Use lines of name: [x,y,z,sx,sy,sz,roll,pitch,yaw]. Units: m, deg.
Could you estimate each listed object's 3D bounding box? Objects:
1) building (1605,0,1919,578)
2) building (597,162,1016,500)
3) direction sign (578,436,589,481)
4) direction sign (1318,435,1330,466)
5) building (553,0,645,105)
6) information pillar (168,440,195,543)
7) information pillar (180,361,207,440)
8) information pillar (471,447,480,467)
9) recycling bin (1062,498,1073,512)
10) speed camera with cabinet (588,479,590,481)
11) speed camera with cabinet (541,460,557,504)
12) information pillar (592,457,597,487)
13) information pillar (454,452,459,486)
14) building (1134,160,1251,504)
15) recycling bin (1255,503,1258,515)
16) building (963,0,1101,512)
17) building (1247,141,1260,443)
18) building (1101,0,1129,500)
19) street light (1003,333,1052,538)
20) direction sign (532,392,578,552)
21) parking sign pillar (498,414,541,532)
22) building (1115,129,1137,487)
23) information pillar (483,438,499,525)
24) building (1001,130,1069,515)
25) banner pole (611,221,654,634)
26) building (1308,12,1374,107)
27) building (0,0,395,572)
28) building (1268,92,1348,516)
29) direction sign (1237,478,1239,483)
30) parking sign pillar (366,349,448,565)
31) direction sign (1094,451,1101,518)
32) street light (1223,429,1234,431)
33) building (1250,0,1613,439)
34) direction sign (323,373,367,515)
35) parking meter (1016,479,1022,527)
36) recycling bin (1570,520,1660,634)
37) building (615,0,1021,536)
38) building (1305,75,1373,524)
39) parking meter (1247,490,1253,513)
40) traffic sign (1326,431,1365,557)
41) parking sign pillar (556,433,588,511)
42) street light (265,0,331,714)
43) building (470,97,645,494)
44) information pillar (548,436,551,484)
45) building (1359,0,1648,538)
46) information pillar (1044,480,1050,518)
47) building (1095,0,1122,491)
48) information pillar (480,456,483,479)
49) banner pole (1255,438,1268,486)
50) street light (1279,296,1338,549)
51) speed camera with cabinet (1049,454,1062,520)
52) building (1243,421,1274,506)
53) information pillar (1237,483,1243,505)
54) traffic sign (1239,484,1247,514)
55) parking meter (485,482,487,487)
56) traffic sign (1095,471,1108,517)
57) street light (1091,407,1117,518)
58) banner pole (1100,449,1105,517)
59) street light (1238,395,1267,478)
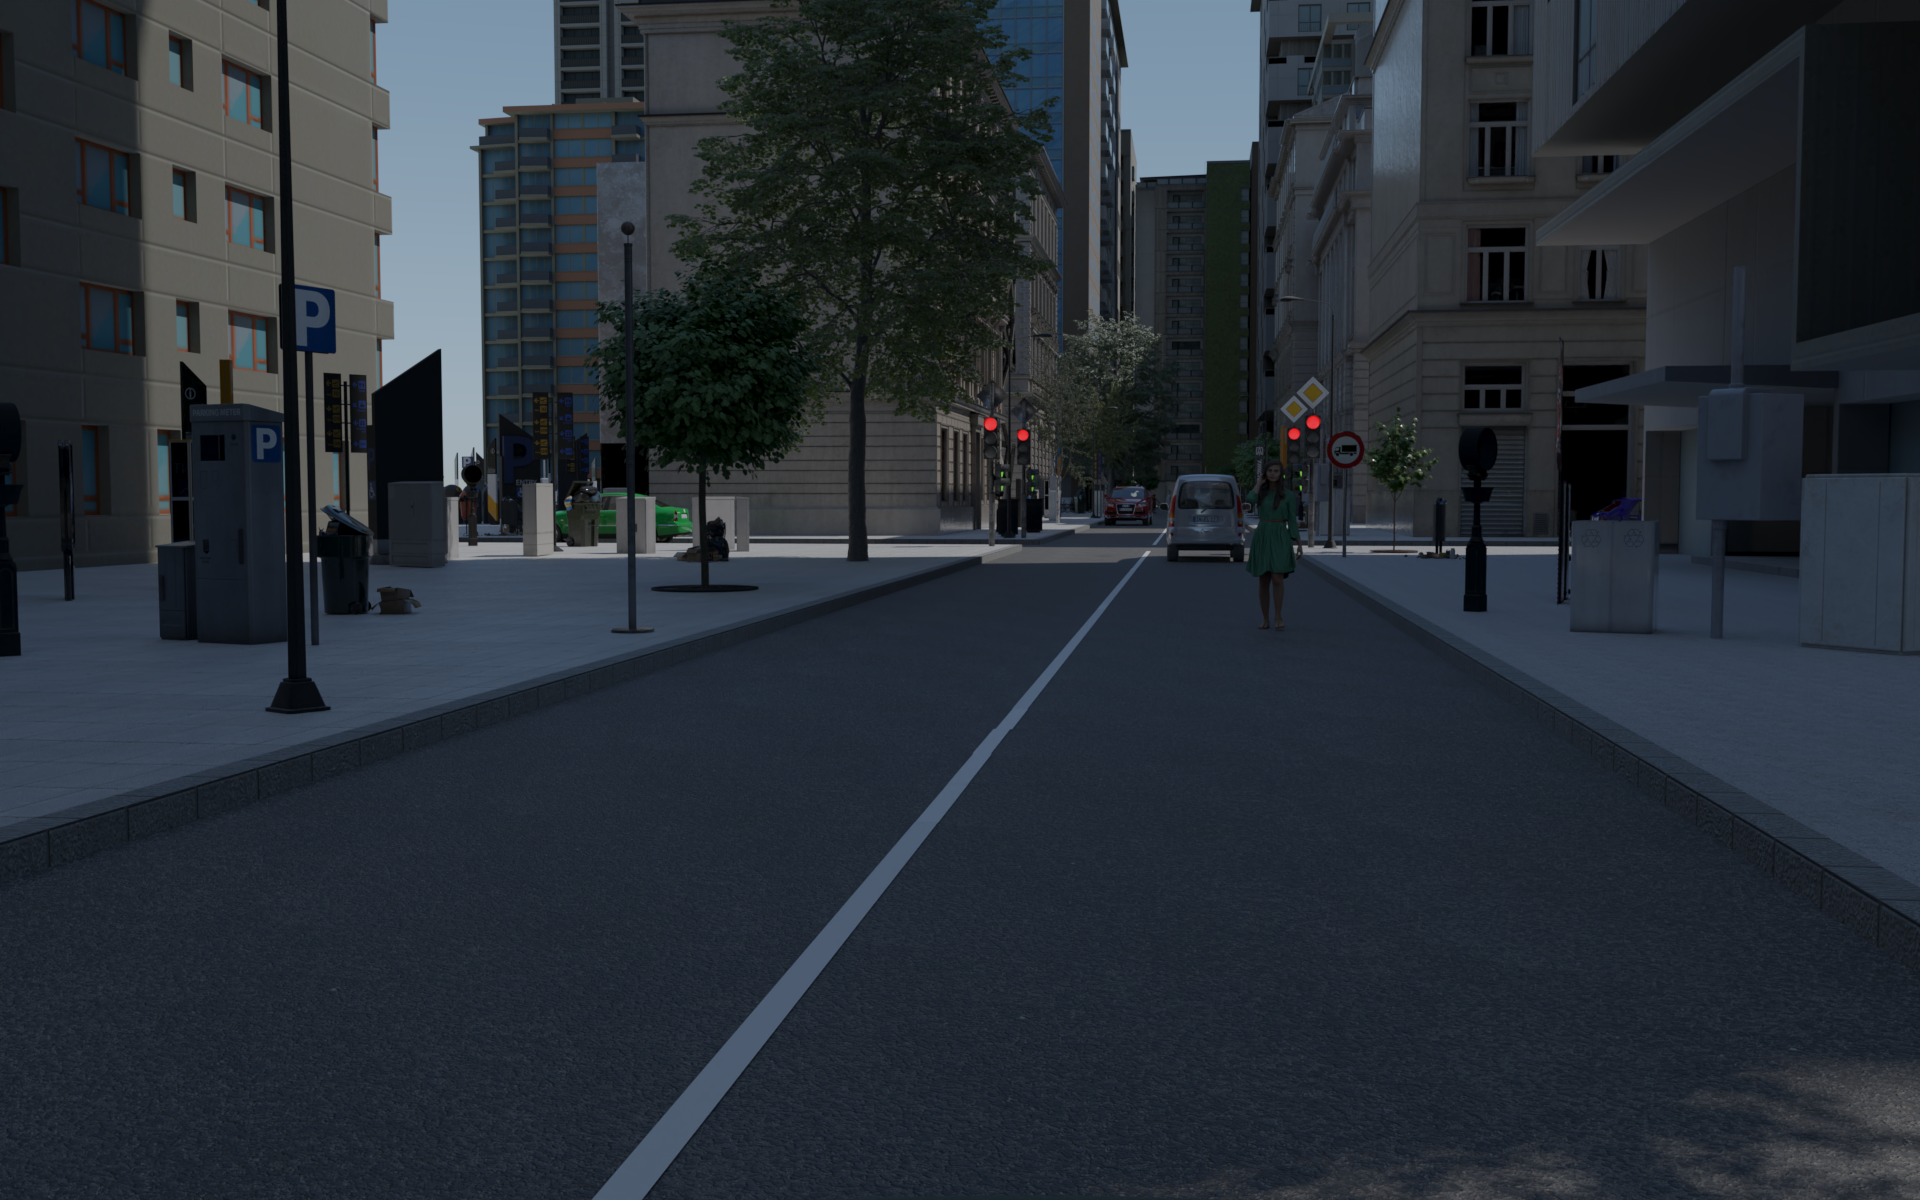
building: [24.035,-26.482,22.212,28.713,52.752,27.495,0,4,8]
building: [-5.954,-13.045,80.730,16.820,18.784,16.811,0,4,8]
direction sign: [-14.965,-4.640,67.854,0.876,3.537,0.379,-1,4,-19]
direction sign: [13.879,-4.530,66.068,0.379,3.537,0.876,3,5,42]
building: [-40.208,-48.276,227.571,20.611,71.187,20.563,0,4,8]
information pillar: [-10.529,-1.167,23.576,0.304,2.012,0.304,0,4,4]
information pillar: [-13.610,-2.413,30.808,0.183,3.616,0.504,2,4,31]
information pillar: [-24.343,-5.826,86.615,0.183,3.616,0.504,-2,4,-30]
recycling bin: [7.747,-6.874,124.945,0.722,1.027,0.722,1,4,13]
speed camera with cabinet: [-23.012,-6.643,102.941,2.038,3.252,0.660,2,4,25]
speed camera with cabinet: [-23.659,-6.527,101.044,2.038,3.252,0.660,-3,4,-36]
information pillar: [-23.304,-7.281,110.406,0.183,3.616,0.504,-3,5,-40]
information pillar: [-28.401,-6.507,97.749,0.183,3.616,0.504,-2,4,-33]
building: [28.769,-32.533,215.501,14.086,41.232,14.154,0,4,8]
recycling bin: [18.411,-5.672,105.298,0.722,1.027,0.722,3,5,43]
building: [3.418,-29.507,132.557,14.600,45.320,14.200,0,4,8]
building: [42.840,-34.482,213.896,14.200,45.320,14.600,0,4,8]
building: [3.598,-36.491,185.868,27.495,52.752,28.713,0,4,8]
street light: [1.969,-4.749,50.192,1.470,5.913,1.316,0,4,8]
direction sign: [-9.035,-2.846,38.527,0.876,3.537,0.379,-1,4,-15]
parking sign pillar: [-14.772,-4.261,58.141,1.447,3.967,1.447,-2,4,-27]
building: [11.536,-36.530,220.966,21.600,48.544,21.300,0,4,8]
information pillar: [-19.437,-4.934,72.027,0.504,3.616,0.183,2,4,32]
building: [0.250,-16.820,103.891,11.050,23.489,19.941,0,4,8]
banner pole: [-3.087,-1.603,16.227,0.401,3.779,0.863,-1,4,-10]
building: [40.152,-27.084,134.706,32.217,40.220,23.993,0,4,8]
building: [-29.827,-11.295,29.719,28.899,21.520,27.650,0,4,8]
building: [26.210,-19.110,109.708,12.463,27.353,25.104,0,4,8]
direction sign: [19.064,-7.753,118.757,0.379,3.537,0.876,1,4,12]
parking sign pillar: [-10.209,-2.655,31.875,1.447,3.967,1.447,-3,5,-41]
direction sign: [7.249,-6.077,91.353,0.379,3.537,0.876,-1,4,-20]
street light: [19.456,-9.250,123.785,1.470,5.913,1.316,0,4,8]
building: [41.548,-34.913,160.066,28.713,52.752,27.495,0,4,8]
direction sign: [-11.564,-2.488,32.677,0.379,3.537,0.876,3,5,39]
parking meter: [2.346,-3.724,66.594,0.255,1.863,0.399,3,5,42]
recycling bin: [6.152,-0.227,16.265,0.722,1.027,0.722,2,4,26]
building: [-4.047,-12.089,62.281,10.561,19.102,19.286,0,4,8]
building: [24.399,-14.883,85.139,13.314,21.916,24.055,0,4,8]
parking meter: [19.448,-6.740,115.909,0.399,1.863,0.255,1,4,9]
traffic sign: [7.794,-2.137,35.052,0.768,2.556,0.104,1,4,13]
parking sign pillar: [-16.978,-5.341,75.804,1.447,3.967,1.447,-1,4,-22]
street light: [-3.387,-2.291,10.003,1.470,5.913,1.316,0,4,8]
building: [-37.977,-33.007,194.291,28.867,44.769,22.147,0,4,8]
information pillar: [-16.435,-4.768,69.307,0.183,3.616,0.504,-1,4,-14]
building: [28.544,-13.624,56.034,30.059,22.955,16.112,0,4,8]
information pillar: [4.645,-5.319,91.459,0.304,2.012,0.304,2,4,30]
building: [2.336,-32.759,155.221,23.786,49.044,30.456,0,4,8]
information pillar: [-26.727,-6.428,96.458,0.504,3.616,0.183,1,4,18]
banner pole: [13.389,-5.302,76.711,0.863,3.779,0.401,-2,4,-25]
street light: [8.206,-4.175,40.806,1.470,5.913,1.316,0,4,8]
speed camera with cabinet: [4.675,-5.544,84.979,0.660,3.252,2.038,0,4,5]
building: [40.612,-45.603,183.858,20.563,71.187,20.611,0,4,8]
information pillar: [18.865,-6.862,116.691,0.304,2.012,0.304,3,5,41]
traffic sign: [18.144,-6.716,109.816,0.884,2.594,0.081,1,4,14]
parking meter: [-23.861,-4.962,86.841,0.255,1.863,0.399,-1,4,-16]
traffic sign: [7.692,-5.797,94.778,0.884,2.594,0.081,1,4,11]
street light: [7.678,-7.332,92.411,1.470,5.913,1.316,0,4,8]
banner pole: [7.916,-6.504,96.353,0.401,3.779,0.863,1,4,21]
street light: [13.823,-6.662,81.457,1.470,5.913,1.316,0,4,8]
